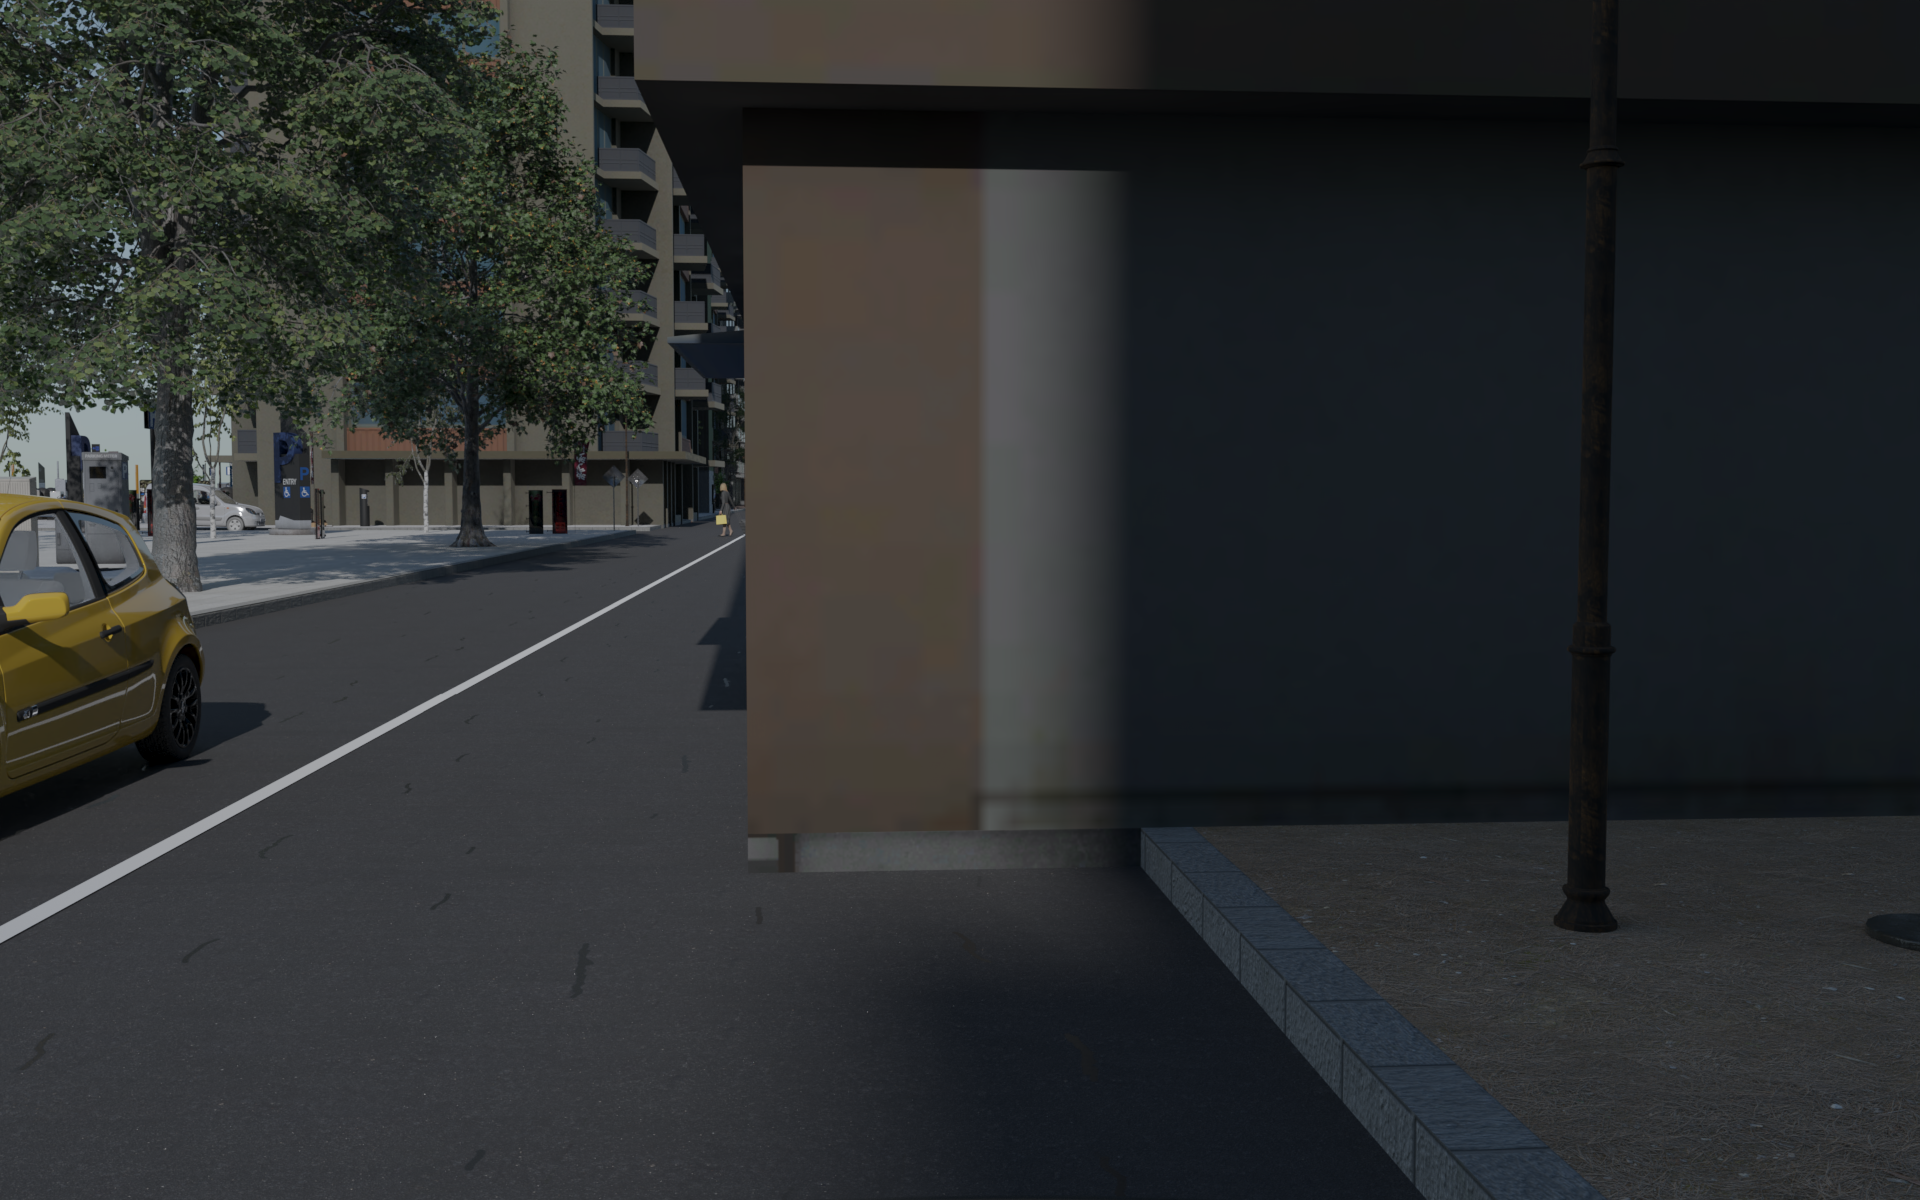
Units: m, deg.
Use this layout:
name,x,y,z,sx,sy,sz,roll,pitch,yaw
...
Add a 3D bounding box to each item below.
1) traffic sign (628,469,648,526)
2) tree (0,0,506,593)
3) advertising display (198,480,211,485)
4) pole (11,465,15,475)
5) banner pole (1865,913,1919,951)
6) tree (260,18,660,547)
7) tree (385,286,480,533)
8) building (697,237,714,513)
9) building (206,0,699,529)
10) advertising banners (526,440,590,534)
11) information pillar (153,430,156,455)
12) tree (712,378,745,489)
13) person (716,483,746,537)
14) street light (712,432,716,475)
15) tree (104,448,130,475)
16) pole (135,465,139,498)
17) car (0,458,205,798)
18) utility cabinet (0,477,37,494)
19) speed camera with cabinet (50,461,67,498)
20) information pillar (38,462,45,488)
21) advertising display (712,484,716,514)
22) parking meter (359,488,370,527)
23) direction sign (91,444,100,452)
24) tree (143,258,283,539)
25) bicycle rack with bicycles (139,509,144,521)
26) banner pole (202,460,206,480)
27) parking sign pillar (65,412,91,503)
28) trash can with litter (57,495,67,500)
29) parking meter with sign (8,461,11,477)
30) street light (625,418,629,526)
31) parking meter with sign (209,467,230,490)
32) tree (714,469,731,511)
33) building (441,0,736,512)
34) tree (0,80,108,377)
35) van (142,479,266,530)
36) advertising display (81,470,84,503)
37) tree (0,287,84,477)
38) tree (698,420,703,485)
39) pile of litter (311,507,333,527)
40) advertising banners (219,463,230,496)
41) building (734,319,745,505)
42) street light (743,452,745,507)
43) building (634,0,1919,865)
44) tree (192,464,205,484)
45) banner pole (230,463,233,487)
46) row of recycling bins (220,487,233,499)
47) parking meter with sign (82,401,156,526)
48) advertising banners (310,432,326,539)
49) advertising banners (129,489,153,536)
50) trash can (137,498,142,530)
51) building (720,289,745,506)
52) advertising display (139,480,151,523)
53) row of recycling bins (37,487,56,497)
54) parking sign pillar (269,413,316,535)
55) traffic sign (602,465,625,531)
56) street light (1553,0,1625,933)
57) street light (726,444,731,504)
name,x,y,z,sx,sy,sz,roll,pitch,yaw
traffic sign,-12.737,-3.968,68.514,0.795,2.450,0.064,0,4,-5
tree,-10.411,-7.083,22.463,9.857,13.997,8.962,0,3,0
advertising display,-35.628,-4.684,81.793,0.974,1.923,0.123,2,4,31
pole,-64.186,-7.561,117.465,0.158,3.312,0.155,0,3,0
banner pole,2.922,-0.922,5.086,0.401,3.779,0.863,1,4,23
tree,-11.798,-7.637,41.875,9.611,12.733,9.660,0,3,0
tree,-17.697,-6.551,57.471,4.360,8.622,3.978,0,3,0
building,-23.883,-20.955,114.316,14.160,30.474,14.107,0,4,-5
building,-22.895,-26.153,82.228,22.147,44.769,28.867,0,4,-5
advertising banners,-12.932,-3.644,55.775,2.074,3.025,0.090,-2,4,-24
information pillar,-19.773,-3.157,42.973,0.504,3.616,0.183,-3,4,-38
tree,-19.030,-12.568,139.904,8.767,10.594,7.601,0,4,2
person,-7.606,-3.039,58.409,1.509,1.804,0.699,-3,5,-39
street light,-17.661,-9.245,123.938,0.468,5.910,1.993,0,4,-5
tree,-36.118,-4.803,73.122,1.663,3.219,1.824,0,3,0
pole,-57.113,-7.730,120.228,0.158,3.312,0.155,0,3,0
car,-4.871,0.144,7.873,2.015,1.641,3.980,0,4,-6
utility cabinet,-12.311,-0.805,21.842,1.173,1.500,0.318,-1,4,-12
speed camera with cabinet,-53.713,-6.663,103.270,0.660,3.252,2.038,-1,4,-15
information pillar,-67.500,-8.317,127.335,0.504,3.616,0.183,1,4,9
advertising display,-16.275,-6.681,114.451,0.123,1.923,0.974,0,4,0
parking meter,-23.542,-3.674,68.486,0.372,1.533,0.369,0,3,0
direction sign,-39.289,-5.276,78.266,0.876,3.537,0.379,-1,4,-10
tree,-21.673,-6.096,50.026,4.737,8.622,4.395,0,3,0
bicycle rack with bicycles,-38.114,-4.237,82.665,2.852,0.926,2.925,0,4,-6
banner pole,-56.153,-8.487,128.783,0.401,3.779,0.863,0,4,-4
parking sign pillar,-29.324,-4.232,57.666,1.447,3.967,1.447,-1,4,-11
trash can with litter,-48.552,-5.108,94.578,2.233,1.210,1.678,-3,4,-37
parking meter with sign,-50.292,-5.733,89.990,1.738,3.016,0.543,-1,4,-22
street light,-13.254,-5.873,68.809,0.468,5.910,1.993,0,4,-5
parking meter with sign,-48.296,-7.176,113.582,1.738,3.016,0.543,1,4,14
tree,-18.346,-8.463,132.978,1.663,3.219,1.824,0,3,0
building,-31.839,-30.679,156.232,22.147,44.769,28.867,0,4,-5
tree,-23.534,-6.961,39.570,9.928,11.665,9.643,0,3,0
van,-27.807,-3.474,63.813,4.112,2.044,2.013,0,4,-5
advertising display,-22.189,-2.417,44.738,0.974,1.923,0.123,0,4,8
tree,-27.374,-6.047,49.238,4.737,8.622,4.395,0,3,0
tree,-16.758,-9.207,100.891,4.737,8.622,4.395,0,3,0
pile of litter,-25.213,-3.273,67.475,1.719,0.858,1.176,-3,5,-42
advertising banners,-34.803,-5.240,81.865,0.090,3.025,2.074,-1,4,-10
building,-34.117,-33.602,232.981,14.154,41.232,14.086,0,4,-5
street light,-21.458,-12.216,172.520,0.468,5.910,1.993,0,4,-5
building,5.195,-22.155,12.340,14.600,45.320,14.200,0,4,-5
tree,-41.762,-6.083,94.062,1.663,3.219,1.824,0,3,0
banner pole,-44.121,-7.072,105.641,0.863,3.779,0.401,-3,5,-40
row of recycling bins,-40.558,-5.512,97.226,1.069,1.692,3.534,0,4,2
parking meter with sign,-15.715,-2.178,31.870,1.738,3.016,0.543,0,4,-7
advertising banners,-18.285,-3.246,49.263,0.090,3.025,2.074,-1,4,-10
advertising banners,-24.600,-3.466,52.861,2.074,3.025,0.090,-1,4,-11
trash can,-27.939,-2.852,58.282,0.748,1.137,0.748,0,3,0
building,-34.650,-34.616,185.578,23.786,49.044,30.456,0,4,-5
advertising display,-36.168,-4.422,77.518,0.974,1.923,0.123,-1,4,-23
row of recycling bins,-56.611,-6.129,107.323,1.069,1.692,3.534,0,4,1
parking sign pillar,-21.023,-4.039,54.503,1.447,3.967,1.447,2,4,35
traffic sign,-12.100,-3.481,60.554,0.795,2.450,0.064,0,4,-5
street light,1.859,-1.968,4.969,0.468,5.910,1.993,0,4,-5
street light,-19.368,-10.530,144.958,0.468,5.910,1.993,0,4,-5
